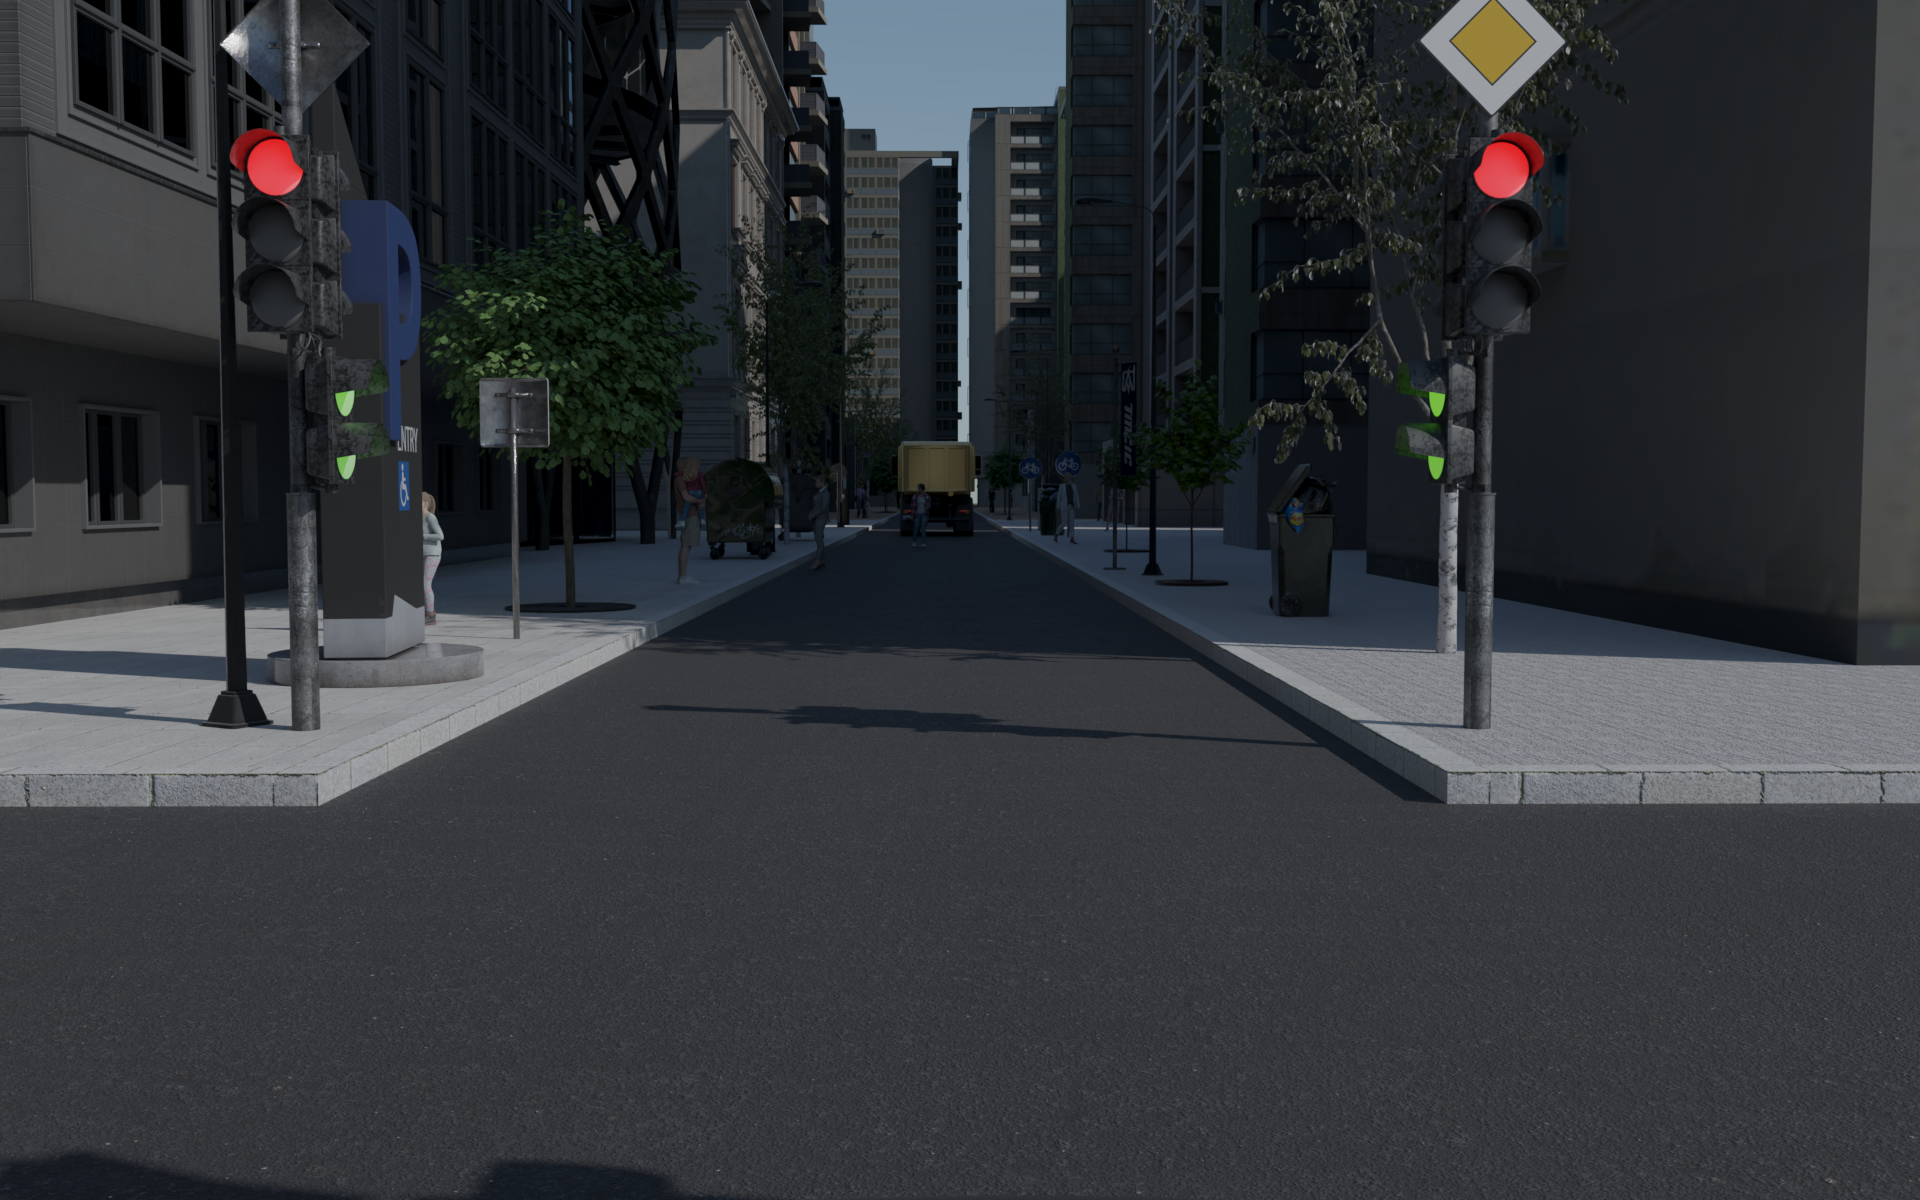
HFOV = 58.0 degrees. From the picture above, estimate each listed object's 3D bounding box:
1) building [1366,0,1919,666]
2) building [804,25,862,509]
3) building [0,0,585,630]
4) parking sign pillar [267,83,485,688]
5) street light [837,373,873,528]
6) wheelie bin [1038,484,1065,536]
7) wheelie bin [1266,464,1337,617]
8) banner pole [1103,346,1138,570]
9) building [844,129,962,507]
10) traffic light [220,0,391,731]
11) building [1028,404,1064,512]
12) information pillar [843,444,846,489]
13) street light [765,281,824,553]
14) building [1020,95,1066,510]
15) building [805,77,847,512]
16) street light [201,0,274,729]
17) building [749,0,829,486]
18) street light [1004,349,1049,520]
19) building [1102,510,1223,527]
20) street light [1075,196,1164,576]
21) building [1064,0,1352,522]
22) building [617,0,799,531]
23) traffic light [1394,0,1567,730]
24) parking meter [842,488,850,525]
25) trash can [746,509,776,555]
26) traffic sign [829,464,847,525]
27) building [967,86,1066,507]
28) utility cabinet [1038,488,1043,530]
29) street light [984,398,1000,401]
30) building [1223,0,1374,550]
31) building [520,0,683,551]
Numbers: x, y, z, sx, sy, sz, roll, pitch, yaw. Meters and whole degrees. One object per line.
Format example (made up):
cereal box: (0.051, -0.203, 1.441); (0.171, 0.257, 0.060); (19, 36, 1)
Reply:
building: (17.093, -24.373, 22.204); (21.600, 48.544, 21.300); (0, 4, -1)
building: (-24.300, -50.858, 144.198); (31.000, 86.520, 22.319); (0, 4, -1)
building: (-14.446, -14.075, 23.635); (14.314, 27.812, 24.014); (0, 4, -1)
parking sign pillar: (-4.085, -1.441, 12.034); (1.447, 3.967, 1.447); (0, 4, -6)
street light: (-4.042, -5.741, 66.414); (1.470, 5.913, 1.316); (0, 4, -1)
wheelie bin: (2.861, -2.802, 53.713); (0.980, 1.594, 0.693); (2, 4, 32)
wheelie bin: (3.623, -0.637, 18.331); (0.693, 1.594, 0.980); (0, 4, 1)
banner pole: (2.740, -2.392, 29.125); (0.401, 3.779, 0.863); (-2, 4, -28)
building: (-11.793, -30.266, 186.726); (23.993, 40.220, 32.217); (0, 4, -1)
traffic light: (-3.543, -1.247, 9.310); (0.839, 4.253, 0.868); (0, 4, -1)
building: (16.565, -49.171, 116.611); (22.319, 86.520, 31.000); (0, 4, -1)
information pillar: (-5.382, -5.470, 80.788); (0.183, 3.616, 0.504); (-1, 4, -9)
street light: (-3.676, -3.999, 37.931); (1.470, 5.913, 1.316); (0, 4, -1)
building: (21.474, -27.746, 145.521); (32.217, 40.220, 23.993); (0, 4, -1)
building: (-15.360, -21.329, 120.423); (14.160, 30.474, 14.107); (0, 4, -1)
street light: (-3.471, -2.257, 9.440); (1.470, 5.913, 1.316); (0, 4, -1)
building: (-19.071, -27.133, 98.251); (22.147, 44.769, 28.867); (0, 4, -1)
street light: (2.269, -5.085, 55.678); (1.470, 5.913, 1.316); (0, 4, -1)
building: (17.041, -38.624, 69.752); (20.563, 71.187, 20.611); (0, 4, -1)
street light: (2.501, -3.343, 27.201); (1.470, 5.913, 1.316); (0, 4, -1)
building: (12.680, -19.821, 95.769); (14.160, 30.474, 14.107); (0, 4, -1)
building: (-13.110, -14.287, 69.751); (11.583, 22.565, 21.152); (0, 4, -1)
traffic light: (2.818, -1.252, 9.391); (0.839, 4.253, 0.868); (0, 4, -1)
parking meter: (-4.756, -3.866, 71.615); (0.372, 1.533, 0.369); (0, 3, 0)
trash can: (-4.208, -1.525, 36.586); (0.748, 1.137, 0.748); (0, 3, 0)
traffic sign: (-5.115, -4.425, 72.453); (0.768, 2.556, 0.104); (0, 4, 6)
building: (7.883, -30.202, 177.393); (14.086, 41.232, 14.154); (0, 4, -1)
utility cabinet: (2.906, -3.211, 61.173); (0.318, 1.500, 1.173); (0, 4, 3)
street light: (1.870, -6.826, 84.153); (1.470, 5.913, 1.316); (0, 4, -1)
building: (13.744, -16.755, 45.648); (14.160, 30.474, 14.107); (0, 4, -1)
building: (-15.970, -10.850, 44.844); (16.820, 18.784, 16.811); (0, 4, -1)
